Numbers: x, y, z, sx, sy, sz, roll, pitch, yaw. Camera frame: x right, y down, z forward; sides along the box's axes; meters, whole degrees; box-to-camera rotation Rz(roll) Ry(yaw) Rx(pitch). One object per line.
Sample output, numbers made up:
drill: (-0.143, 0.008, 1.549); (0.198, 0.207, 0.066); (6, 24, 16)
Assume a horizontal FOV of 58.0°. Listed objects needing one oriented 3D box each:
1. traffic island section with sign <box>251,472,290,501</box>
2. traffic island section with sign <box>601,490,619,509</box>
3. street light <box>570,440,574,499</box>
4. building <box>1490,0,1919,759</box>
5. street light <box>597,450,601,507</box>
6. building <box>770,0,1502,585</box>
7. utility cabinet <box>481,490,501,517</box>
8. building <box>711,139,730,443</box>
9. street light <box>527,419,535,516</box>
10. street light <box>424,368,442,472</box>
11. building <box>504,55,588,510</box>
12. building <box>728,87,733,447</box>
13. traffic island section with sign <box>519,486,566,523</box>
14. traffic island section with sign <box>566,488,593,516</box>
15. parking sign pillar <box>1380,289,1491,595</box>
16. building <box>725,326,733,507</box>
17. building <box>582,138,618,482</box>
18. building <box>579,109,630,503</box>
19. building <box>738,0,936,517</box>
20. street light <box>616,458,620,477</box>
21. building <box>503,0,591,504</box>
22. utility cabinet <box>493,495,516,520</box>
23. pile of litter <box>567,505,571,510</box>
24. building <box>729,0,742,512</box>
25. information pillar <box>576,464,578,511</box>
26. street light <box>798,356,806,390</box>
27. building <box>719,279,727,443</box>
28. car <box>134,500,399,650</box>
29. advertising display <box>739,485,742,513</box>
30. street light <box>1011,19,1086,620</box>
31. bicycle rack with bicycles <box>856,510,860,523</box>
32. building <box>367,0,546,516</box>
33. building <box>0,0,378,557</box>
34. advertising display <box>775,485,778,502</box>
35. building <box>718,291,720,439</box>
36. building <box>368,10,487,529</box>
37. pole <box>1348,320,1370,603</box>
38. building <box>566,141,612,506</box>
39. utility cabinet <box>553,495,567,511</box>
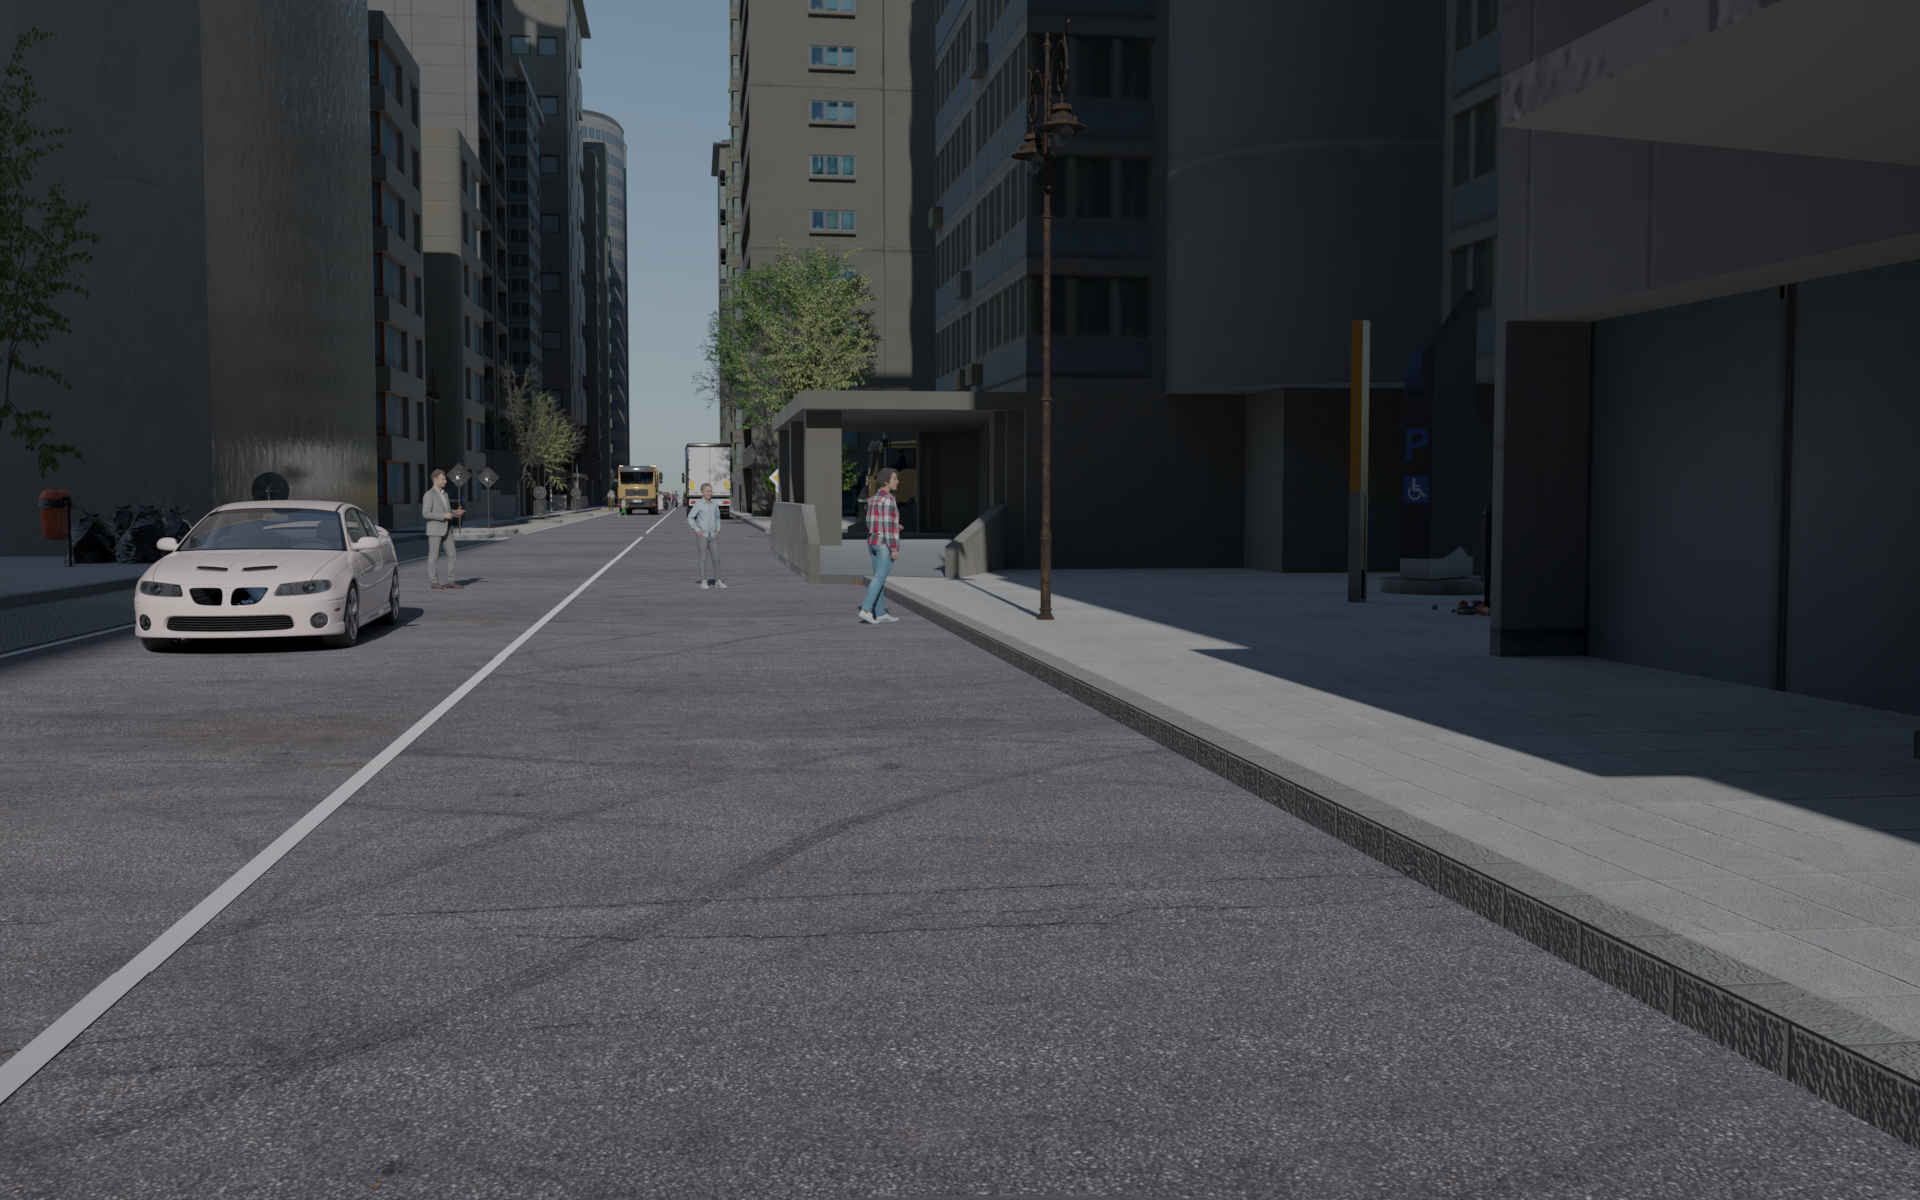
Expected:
traffic island section with sign: (-12.198, -1.337, 30.487); (1.989, 1.847, 2.006); (-1, 4, -9)
traffic island section with sign: (-32.506, -9.374, 161.886); (1.989, 1.847, 2.006); (-1, 4, -9)
street light: (-31.048, -10.155, 138.819); (0.468, 5.910, 1.993); (-1, 4, -9)
building: (17.040, -25.234, 1.822); (28.713, 52.752, 27.495); (-1, 4, -9)
street light: (-37.096, -12.569, 178.291); (0.468, 5.910, 1.993); (-1, 4, -9)
building: (12.467, -21.021, 35.580); (32.217, 40.220, 23.993); (-1, 4, -9)
utility cabinet: (-25.393, -5.198, 93.660); (0.318, 1.500, 1.173); (3, 4, 38)
building: (-21.693, -40.675, 254.275); (28.713, 52.752, 27.495); (-1, 4, -9)
street light: (-25.540, -7.985, 103.347); (0.468, 5.910, 1.993); (-1, 4, -9)
street light: (-19.307, -5.554, 63.595); (0.468, 5.910, 1.993); (-1, 4, -9)
building: (-48.497, -27.787, 146.194); (32.217, 40.220, 23.993); (-1, 4, -9)
building: (-9.864, -30.846, 158.959); (22.147, 44.769, 28.867); (-1, 4, -9)
traffic island section with sign: (-20.680, -4.698, 85.436); (1.989, 1.847, 2.006); (-1, 4, -9)
traffic island section with sign: (-24.828, -6.336, 112.220); (1.989, 1.847, 2.006); (-1, 4, -9)
parking sign pillar: (6.230, -2.083, 22.526); (1.447, 3.967, 1.447); (3, 5, 40)
building: (-11.367, -21.013, 188.608); (27.650, 21.520, 28.899); (-1, 4, -9)
building: (-58.568, -37.477, 232.363); (23.786, 49.044, 30.456); (-1, 4, -9)
building: (-61.319, -44.027, 261.839); (21.231, 58.520, 28.212); (-1, 4, -9)
building: (-2.710, -29.600, 107.663); (21.300, 48.544, 21.600); (-1, 4, -9)
street light: (-43.764, -15.212, 221.506); (0.468, 5.910, 1.993); (-1, 4, -9)
building: (-51.684, -35.655, 172.198); (28.713, 52.752, 27.495); (-1, 4, -9)
utility cabinet: (-22.765, -4.608, 86.503); (1.020, 1.237, 0.306); (-1, 4, -16)
pile of litter: (-31.468, -7.533, 137.127); (1.719, 0.858, 1.176); (-1, 4, -16)
building: (-10.505, -27.473, 132.786); (14.154, 41.232, 14.086); (-1, 4, -9)
information pillar: (-29.544, -8.694, 133.503); (0.183, 3.616, 0.504); (-1, 4, -10)
street light: (-5.040, -5.130, 56.663); (0.468, 5.910, 1.993); (-1, 4, -9)
building: (-25.242, -28.227, 233.211); (14.160, 30.474, 14.107); (-1, 4, -9)
car: (-6.850, -0.315, 17.506); (2.083, 1.381, 4.827); (-1, 4, -10)
advertising display: (-14.933, -6.882, 117.741); (0.123, 1.923, 0.974); (0, 4, -5)
street light: (0.875, -2.736, 17.527); (0.468, 5.910, 1.993); (-1, 4, -9)
bicycle rack with bicycles: (-3.188, -3.591, 72.103); (2.925, 0.926, 2.852); (-3, 5, -44)
building: (-36.700, -40.838, 105.949); (20.563, 71.187, 20.611); (-1, 4, -9)
building: (-33.815, -14.535, 42.156); (34.151, 26.468, 19.350); (-1, 4, -9)
advertising display: (-7.817, -4.434, 77.715); (0.974, 1.923, 0.123); (-1, 4, -8)
building: (-28.058, -40.554, 282.671); (23.786, 49.044, 30.456); (-1, 4, -9)
building: (-36.456, -14.030, 74.422); (27.650, 21.520, 28.899); (-1, 4, -9)
pole: (4.711, -1.627, 20.438); (0.158, 3.312, 0.155); (0, 3, 0)
building: (-46.840, -31.257, 194.639); (14.154, 41.232, 14.086); (-1, 4, -9)
utility cabinet: (-30.798, -7.473, 133.340); (1.020, 1.237, 0.306); (-3, 5, -43)
